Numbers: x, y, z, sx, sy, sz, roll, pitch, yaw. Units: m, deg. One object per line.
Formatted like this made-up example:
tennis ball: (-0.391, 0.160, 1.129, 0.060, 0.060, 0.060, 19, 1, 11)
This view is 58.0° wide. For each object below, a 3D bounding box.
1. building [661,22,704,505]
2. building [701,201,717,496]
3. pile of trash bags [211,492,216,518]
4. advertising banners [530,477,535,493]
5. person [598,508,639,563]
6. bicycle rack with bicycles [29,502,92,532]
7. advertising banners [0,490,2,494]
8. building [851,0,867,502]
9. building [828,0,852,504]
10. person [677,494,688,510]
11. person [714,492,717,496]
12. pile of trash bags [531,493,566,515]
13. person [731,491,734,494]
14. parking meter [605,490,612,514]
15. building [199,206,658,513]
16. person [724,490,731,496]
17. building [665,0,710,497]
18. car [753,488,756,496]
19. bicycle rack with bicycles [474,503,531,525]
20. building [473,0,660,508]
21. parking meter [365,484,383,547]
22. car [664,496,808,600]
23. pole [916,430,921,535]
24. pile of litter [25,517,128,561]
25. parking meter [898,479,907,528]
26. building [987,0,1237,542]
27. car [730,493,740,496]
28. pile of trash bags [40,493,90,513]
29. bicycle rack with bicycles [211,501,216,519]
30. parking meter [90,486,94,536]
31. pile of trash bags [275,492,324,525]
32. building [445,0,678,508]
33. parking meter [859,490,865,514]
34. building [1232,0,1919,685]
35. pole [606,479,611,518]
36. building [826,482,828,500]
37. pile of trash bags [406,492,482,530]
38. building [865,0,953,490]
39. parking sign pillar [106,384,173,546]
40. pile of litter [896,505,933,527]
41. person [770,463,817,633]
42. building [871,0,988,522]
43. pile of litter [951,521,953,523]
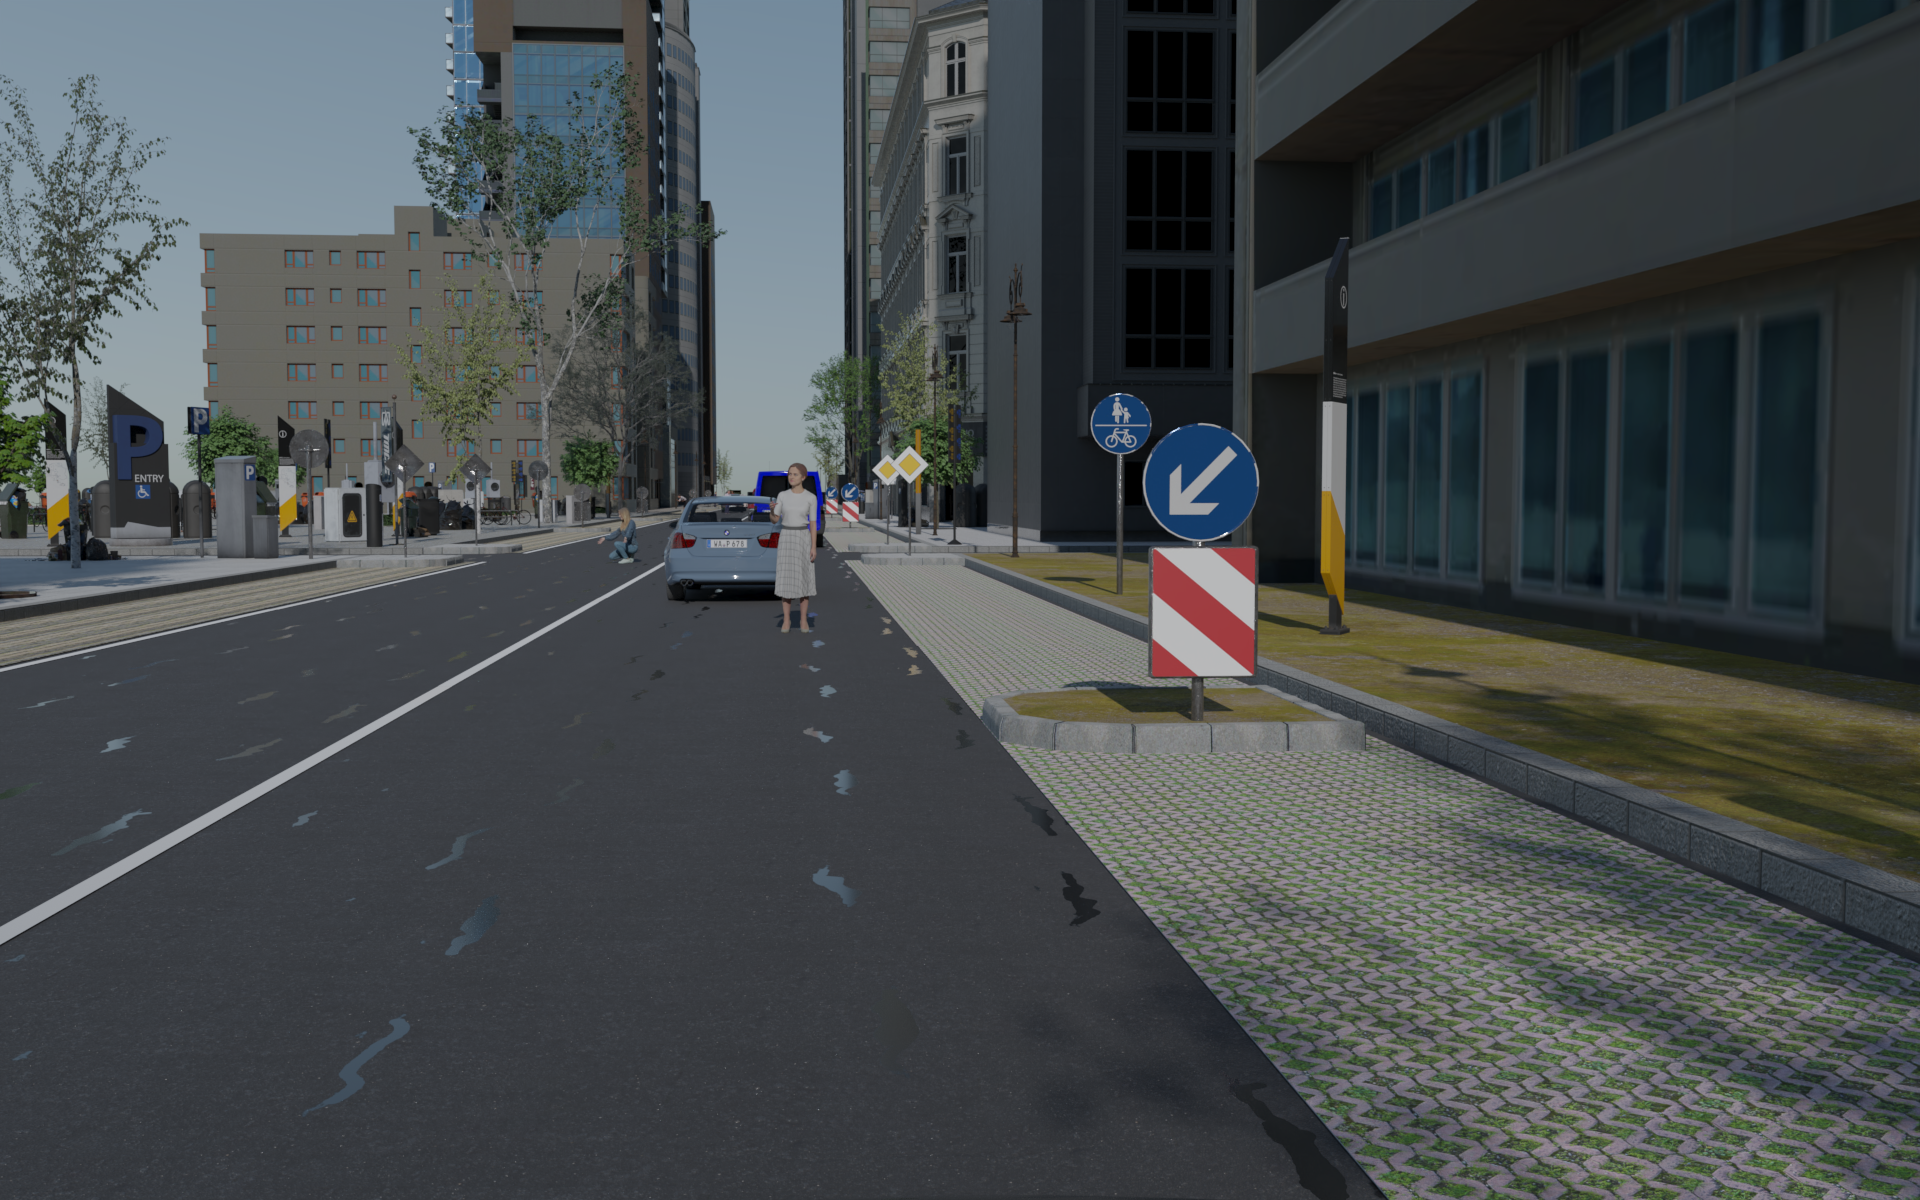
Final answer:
building: (-43.123, -41.069, 213.475, 21.231, 58.520, 28.212, 0, 4, -6)
building: (-43.376, -37.065, 256.128, 14.600, 45.320, 14.200, 0, 4, -6)
pile of trash bags: (-39.310, -5.188, 94.576, 3.447, 1.369, 1.912, -3, 4, -36)
advertising banners: (-28.169, -7.333, 116.076, 0.090, 3.025, 2.074, 2, 4, 27)
person: (-7.000, -1.340, 35.910, 0.738, 1.151, 1.012, -2, 4, -30)
bicycle rack with bicycles: (-30.472, -2.830, 59.647, 2.852, 0.926, 2.925, -1, 4, -11)
advertising banners: (-41.933, -4.860, 75.648, 0.090, 3.025, 2.074, -2, 4, -25)
building: (0.501, -37.755, 159.292, 21.231, 58.520, 28.212, 0, 4, -6)
building: (-6.299, -47.701, 218.156, 20.563, 71.187, 20.611, 0, 4, -6)
person: (-19.500, -6.727, 121.675, 0.628, 1.438, 0.799, 2, 4, 23)
person: (-26.098, -10.735, 184.931, 0.530, 1.710, 0.541, 1, 4, 18)
pile of trash bags: (-24.075, -5.769, 104.079, 3.447, 1.369, 1.912, -2, 4, -33)
person: (-26.675, -11.890, 202.843, 1.348, 1.831, 0.705, 1, 4, 21)
parking meter: (-22.209, -6.178, 109.415, 0.372, 1.533, 0.369, 0, 3, 0)
building: (-37.947, -17.470, 130.672, 27.650, 21.520, 28.899, 0, 4, -6)
person: (-16.586, -7.008, 124.015, 0.756, 1.711, 0.436, -2, 4, -32)
building: (-45.128, -48.880, 237.435, 20.563, 71.187, 20.611, 0, 4, -6)
car: (-10.501, -5.266, 94.766, 2.281, 1.827, 5.304, 0, 4, -4)
bicycle rack with bicycles: (-19.445, -3.569, 71.739, 2.925, 0.926, 2.852, 0, 4, -3)
building: (-33.858, -30.737, 152.658, 14.600, 45.320, 14.200, 0, 4, -6)
parking meter: (-14.169, -2.047, 41.884, 0.372, 1.533, 0.369, 0, 3, 0)
car: (-3.182, -0.775, 24.679, 2.014, 1.417, 4.499, 0, 4, -4)
pole: (-1.316, -3.735, 54.907, 0.158, 3.312, 0.155, 0, 3, 0)
pile of litter: (-17.147, -1.201, 33.596, 1.719, 0.858, 1.176, 0, 4, -2)
parking meter: (-2.198, -3.718, 66.493, 0.255, 1.863, 0.399, -2, 4, -25)
building: (13.442, -15.810, 52.000, 24.014, 27.812, 14.314, 0, 4, -6)
car: (-17.726, -7.653, 134.904, 2.009, 1.686, 4.222, 0, 4, -7)
pile of trash bags: (-51.586, -5.491, 99.536, 3.447, 1.369, 1.912, 2, 4, 24)
bicycle rack with bicycles: (-38.614, -4.612, 88.783, 2.852, 0.926, 2.925, 2, 4, 32)
parking meter: (-26.577, -2.750, 53.379, 0.372, 1.533, 0.369, 0, 3, 0)
pile of trash bags: (-27.805, -3.893, 73.398, 3.447, 1.369, 1.912, 3, 5, 41)
building: (-39.624, -52.651, 173.521, 22.319, 86.520, 31.000, 0, 4, -6)
parking meter: (-6.318, -6.303, 111.457, 0.372, 1.533, 0.369, 0, 3, 0)
building: (15.665, -23.925, 14.878, 21.300, 48.544, 21.600, 0, 4, -6)
pole: (-18.741, -6.020, 92.278, 0.158, 3.312, 0.155, 0, 3, 0)
building: (-4.380, -35.144, 266.487, 32.217, 40.220, 23.993, 0, 4, -6)
pile of trash bags: (-18.681, -3.171, 61.601, 1.912, 1.369, 3.447, 1, 4, 19)
building: (-0.542, -27.814, 138.359, 14.154, 41.232, 14.086, 0, 4, -6)
parking sign pillar: (-20.370, -3.333, 42.974, 1.447, 3.967, 1.447, -3, 5, -44)
pile of litter: (-1.720, -3.280, 67.588, 1.719, 0.858, 1.176, -1, 4, -16)
person: (-1.717, -0.536, 17.839, 0.480, 1.755, 0.524, 0, 4, -2)
building: (4.546, -19.652, 97.728, 17.030, 29.872, 44.131, 0, 4, -6)
pile of litter: (0.194, -3.629, 73.292, 1.176, 0.858, 1.719, 1, 4, 11)
